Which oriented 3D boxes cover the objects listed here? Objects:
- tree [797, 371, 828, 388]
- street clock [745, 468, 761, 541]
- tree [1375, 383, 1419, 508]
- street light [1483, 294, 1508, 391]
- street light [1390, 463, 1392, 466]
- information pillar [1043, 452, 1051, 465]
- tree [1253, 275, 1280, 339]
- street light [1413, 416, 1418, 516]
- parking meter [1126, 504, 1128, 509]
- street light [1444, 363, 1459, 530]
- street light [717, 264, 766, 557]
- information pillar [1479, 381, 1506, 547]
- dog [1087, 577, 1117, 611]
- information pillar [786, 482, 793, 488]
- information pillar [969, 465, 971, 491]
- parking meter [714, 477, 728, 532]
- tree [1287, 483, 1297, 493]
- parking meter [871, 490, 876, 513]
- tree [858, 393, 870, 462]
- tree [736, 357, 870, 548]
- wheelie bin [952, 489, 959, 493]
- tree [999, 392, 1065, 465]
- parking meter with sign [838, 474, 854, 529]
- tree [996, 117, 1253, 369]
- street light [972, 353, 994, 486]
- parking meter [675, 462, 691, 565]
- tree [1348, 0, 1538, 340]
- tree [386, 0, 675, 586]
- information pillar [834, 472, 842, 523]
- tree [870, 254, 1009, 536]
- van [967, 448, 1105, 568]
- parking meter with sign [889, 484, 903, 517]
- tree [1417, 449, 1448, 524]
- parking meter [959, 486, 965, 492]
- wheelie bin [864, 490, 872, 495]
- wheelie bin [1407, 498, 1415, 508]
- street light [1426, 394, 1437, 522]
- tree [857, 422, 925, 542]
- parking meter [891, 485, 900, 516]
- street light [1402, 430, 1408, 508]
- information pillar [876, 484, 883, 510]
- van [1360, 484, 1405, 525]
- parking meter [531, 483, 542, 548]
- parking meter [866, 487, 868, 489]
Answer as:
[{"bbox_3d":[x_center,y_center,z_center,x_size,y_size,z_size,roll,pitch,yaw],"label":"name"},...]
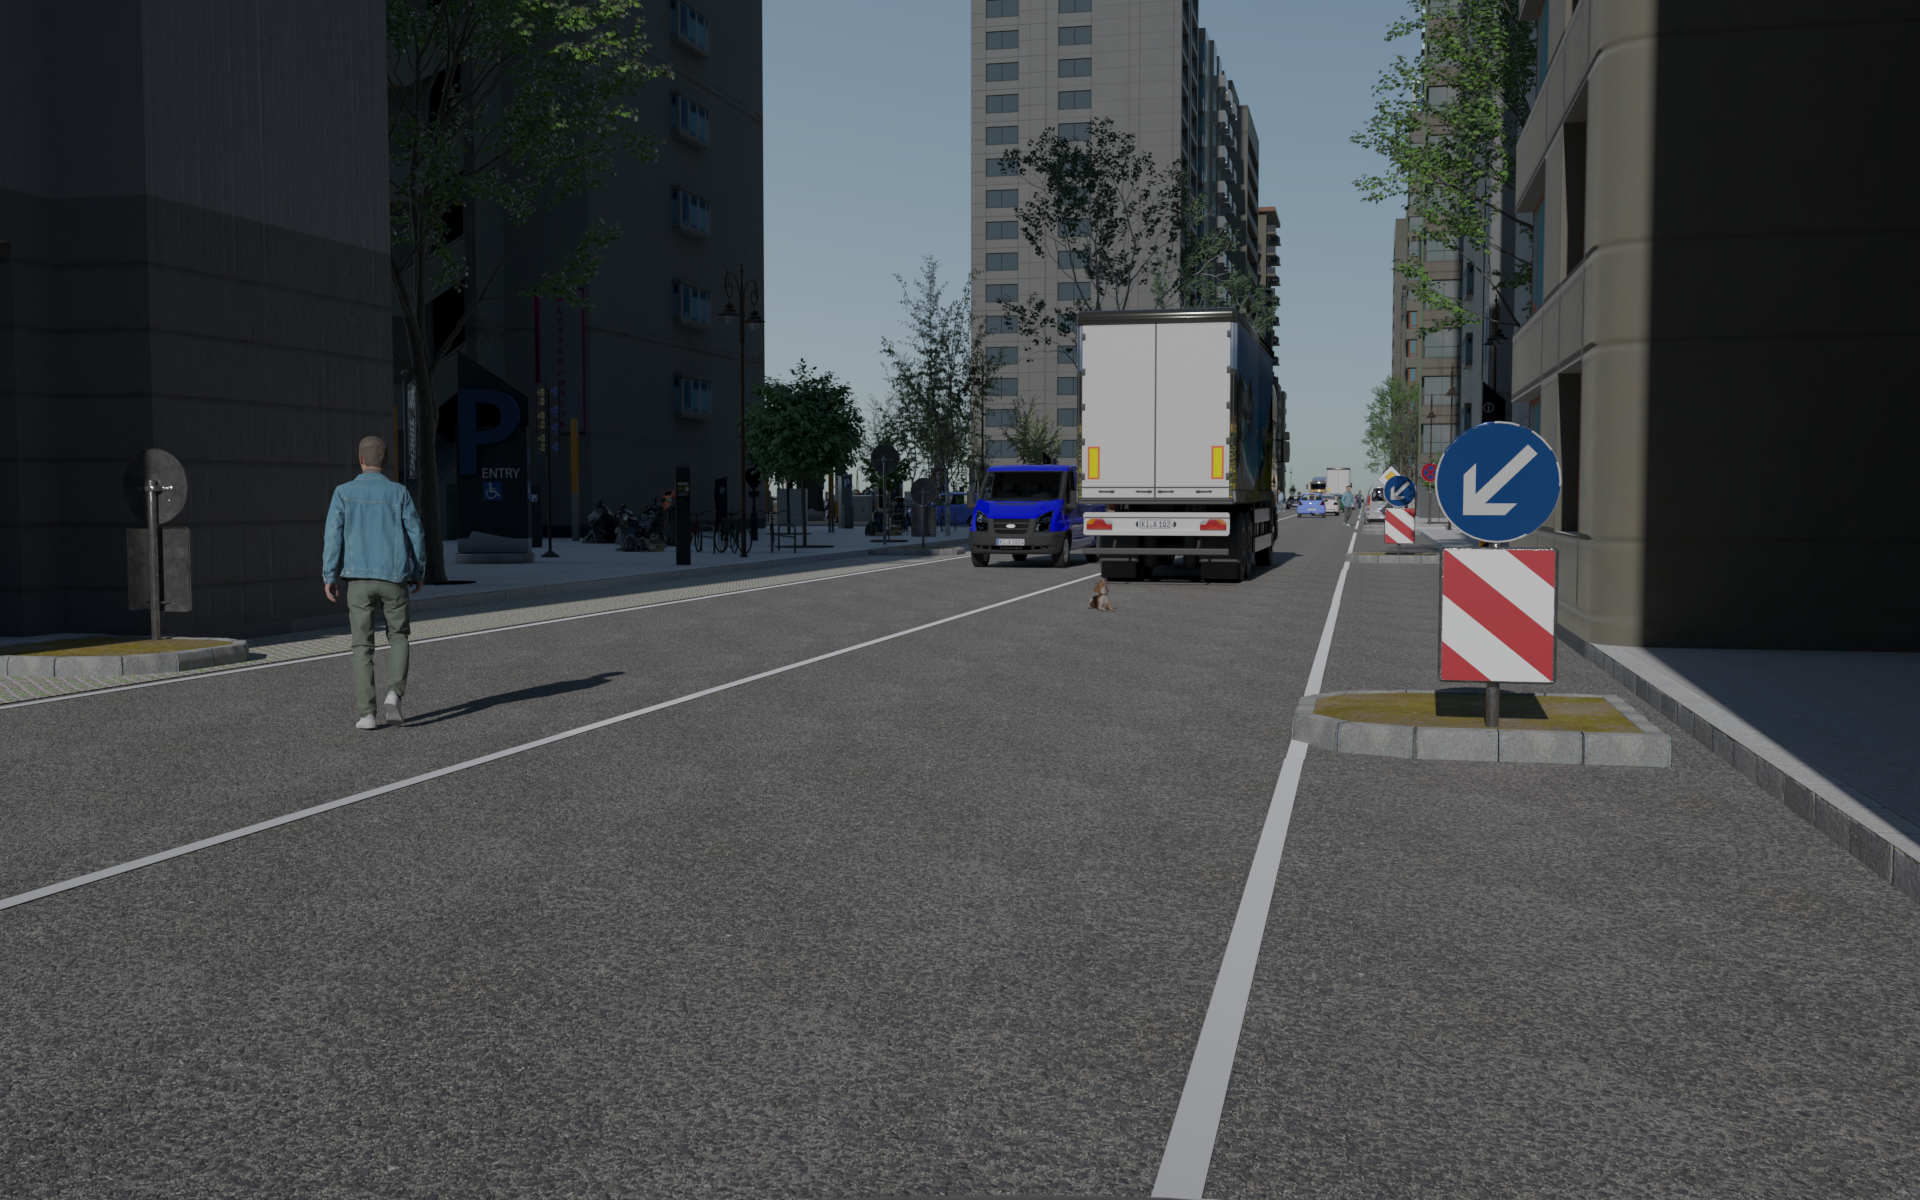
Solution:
[{"bbox_3d":[-8.745,-9.340,103.063,4.737,8.622,4.395,0,3,0],"label":"tree"},{"bbox_3d":[-5.648,-2.624,47.475,0.471,2.002,0.358,0,4,3],"label":"street clock"},{"bbox_3d":[28.918,-9.837,111.202,4.360,8.622,3.978,0,3,0],"label":"tree"},{"bbox_3d":[12.413,-4.127,40.263,0.468,5.910,1.993,1,4,13],"label":"street light"},{"bbox_3d":[43.958,-12.355,174.793,0.468,5.910,1.993,1,4,13],"label":"street light"},{"bbox_3d":[4.710,-6.290,94.200,0.504,3.616,0.183,1,4,8],"label":"information pillar"},{"bbox_3d":[17.731,-17.115,135.716,12.611,20.169,13.585,0,3,0],"label":"tree"},{"bbox_3d":[26.526,-7.821,100.653,0.468,5.910,1.993,1,4,13],"label":"street light"},{"bbox_3d":[14.300,-8.687,147.738,0.255,1.863,0.399,1,4,17],"label":"parking meter"},{"bbox_3d":[17.423,-5.423,61.460,0.468,5.910,1.993,1,4,13],"label":"street light"},{"bbox_3d":[-4.384,-3.802,34.942,0.468,5.910,1.993,1,4,13],"label":"street light"},{"bbox_3d":[10.972,-2.715,35.745,0.504,3.616,0.183,1,4,14],"label":"information pillar"},{"bbox_3d":[1.822,-0.081,21.516,0.550,0.427,0.748,2,4,33],"label":"dog"},{"bbox_3d":[-8.925,-5.272,90.685,0.304,2.012,0.304,-2,4,-35],"label":"information pillar"},{"bbox_3d":[0.776,-8.543,131.033,0.183,3.616,0.504,1,4,9],"label":"information pillar"},{"bbox_3d":[-8.033,-3.210,58.191,0.399,1.863,0.255,-2,4,-25],"label":"parking meter"},{"bbox_3d":[58.107,-18.826,302.401,1.663,3.219,1.824,0,3,0],"label":"tree"},{"bbox_3d":[-5.998,-6.846,120.348,0.372,1.533,0.369,0,3,0],"label":"parking meter"},{"bbox_3d":[-5.628,-10.574,123.243,4.360,8.622,3.978,0,3,0],"label":"tree"},{"bbox_3d":[-3.762,-3.548,41.719,4.285,4.588,4.351,0,3,0],"label":"tree"},{"bbox_3d":[-0.294,-6.370,112.053,0.693,1.594,0.980,-2,4,-27],"label":"wheelie bin"},{"bbox_3d":[4.903,-10.679,124.960,4.737,8.622,4.395,0,3,0],"label":"tree"},{"bbox_3d":[-4.333,-4.207,65.052,0.543,3.016,1.738,-1,4,-16],"label":"parking meter with sign"},{"bbox_3d":[7.758,-14.021,85.133,12.611,20.169,13.585,0,3,0],"label":"tree"},{"bbox_3d":[0.742,-5.141,56.849,0.468,5.910,1.993,1,4,13],"label":"street light"},{"bbox_3d":[-5.009,-1.566,31.311,0.255,1.863,0.399,-1,4,-12],"label":"parking meter"},{"bbox_3d":[9.985,-6.269,28.246,9.928,11.665,9.643,0,3,0],"label":"tree"},{"bbox_3d":[-7.657,-6.032,24.379,9.928,11.665,9.643,0,3,0],"label":"tree"},{"bbox_3d":[-5.307,-5.218,76.669,0.504,3.616,0.183,0,4,5],"label":"information pillar"},{"bbox_3d":[-0.388,-6.276,52.969,4.360,8.622,3.978,0,3,0],"label":"tree"},{"bbox_3d":[1.635,-1.898,35.416,2.240,2.365,5.245,1,4,15],"label":"van"},{"bbox_3d":[-3.519,-6.068,95.468,1.738,3.016,0.543,2,4,27],"label":"parking meter with sign"},{"bbox_3d":[20.650,-4.922,75.077,1.663,3.219,1.824,0,3,0],"label":"tree"},{"bbox_3d":[0.103,-6.866,117.974,0.399,1.863,0.255,0,4,-4],"label":"parking meter"},{"bbox_3d":[-6.852,-7.525,130.939,0.693,1.594,0.980,-3,5,-41],"label":"wheelie bin"},{"bbox_3d":[33.451,-7.390,128.734,0.693,1.594,0.980,0,4,5],"label":"wheelie bin"},{"bbox_3d":[21.669,-6.541,79.727,0.468,5.910,1.993,1,4,13],"label":"street light"},{"bbox_3d":[-2.033,-3.170,46.425,1.663,3.219,1.824,0,3,0],"label":"tree"},{"bbox_3d":[-3.022,-4.610,81.092,0.399,1.863,0.255,1,4,18],"label":"parking meter"},{"bbox_3d":[31.399,-9.111,121.752,0.468,5.910,1.993,1,4,13],"label":"street light"},{"bbox_3d":[-3.946,-4.932,85.127,0.304,2.012,0.304,-2,4,-27],"label":"information pillar"},{"bbox_3d":[18.241,-4.125,74.452,2.013,2.044,4.112,1,4,12],"label":"van"},{"bbox_3d":[-10.207,-2.024,41.505,0.372,1.533,0.369,0,3,0],"label":"parking meter"},{"bbox_3d":[-7.598,-8.414,143.281,0.399,1.863,0.255,-3,5,-41],"label":"parking meter"}]
